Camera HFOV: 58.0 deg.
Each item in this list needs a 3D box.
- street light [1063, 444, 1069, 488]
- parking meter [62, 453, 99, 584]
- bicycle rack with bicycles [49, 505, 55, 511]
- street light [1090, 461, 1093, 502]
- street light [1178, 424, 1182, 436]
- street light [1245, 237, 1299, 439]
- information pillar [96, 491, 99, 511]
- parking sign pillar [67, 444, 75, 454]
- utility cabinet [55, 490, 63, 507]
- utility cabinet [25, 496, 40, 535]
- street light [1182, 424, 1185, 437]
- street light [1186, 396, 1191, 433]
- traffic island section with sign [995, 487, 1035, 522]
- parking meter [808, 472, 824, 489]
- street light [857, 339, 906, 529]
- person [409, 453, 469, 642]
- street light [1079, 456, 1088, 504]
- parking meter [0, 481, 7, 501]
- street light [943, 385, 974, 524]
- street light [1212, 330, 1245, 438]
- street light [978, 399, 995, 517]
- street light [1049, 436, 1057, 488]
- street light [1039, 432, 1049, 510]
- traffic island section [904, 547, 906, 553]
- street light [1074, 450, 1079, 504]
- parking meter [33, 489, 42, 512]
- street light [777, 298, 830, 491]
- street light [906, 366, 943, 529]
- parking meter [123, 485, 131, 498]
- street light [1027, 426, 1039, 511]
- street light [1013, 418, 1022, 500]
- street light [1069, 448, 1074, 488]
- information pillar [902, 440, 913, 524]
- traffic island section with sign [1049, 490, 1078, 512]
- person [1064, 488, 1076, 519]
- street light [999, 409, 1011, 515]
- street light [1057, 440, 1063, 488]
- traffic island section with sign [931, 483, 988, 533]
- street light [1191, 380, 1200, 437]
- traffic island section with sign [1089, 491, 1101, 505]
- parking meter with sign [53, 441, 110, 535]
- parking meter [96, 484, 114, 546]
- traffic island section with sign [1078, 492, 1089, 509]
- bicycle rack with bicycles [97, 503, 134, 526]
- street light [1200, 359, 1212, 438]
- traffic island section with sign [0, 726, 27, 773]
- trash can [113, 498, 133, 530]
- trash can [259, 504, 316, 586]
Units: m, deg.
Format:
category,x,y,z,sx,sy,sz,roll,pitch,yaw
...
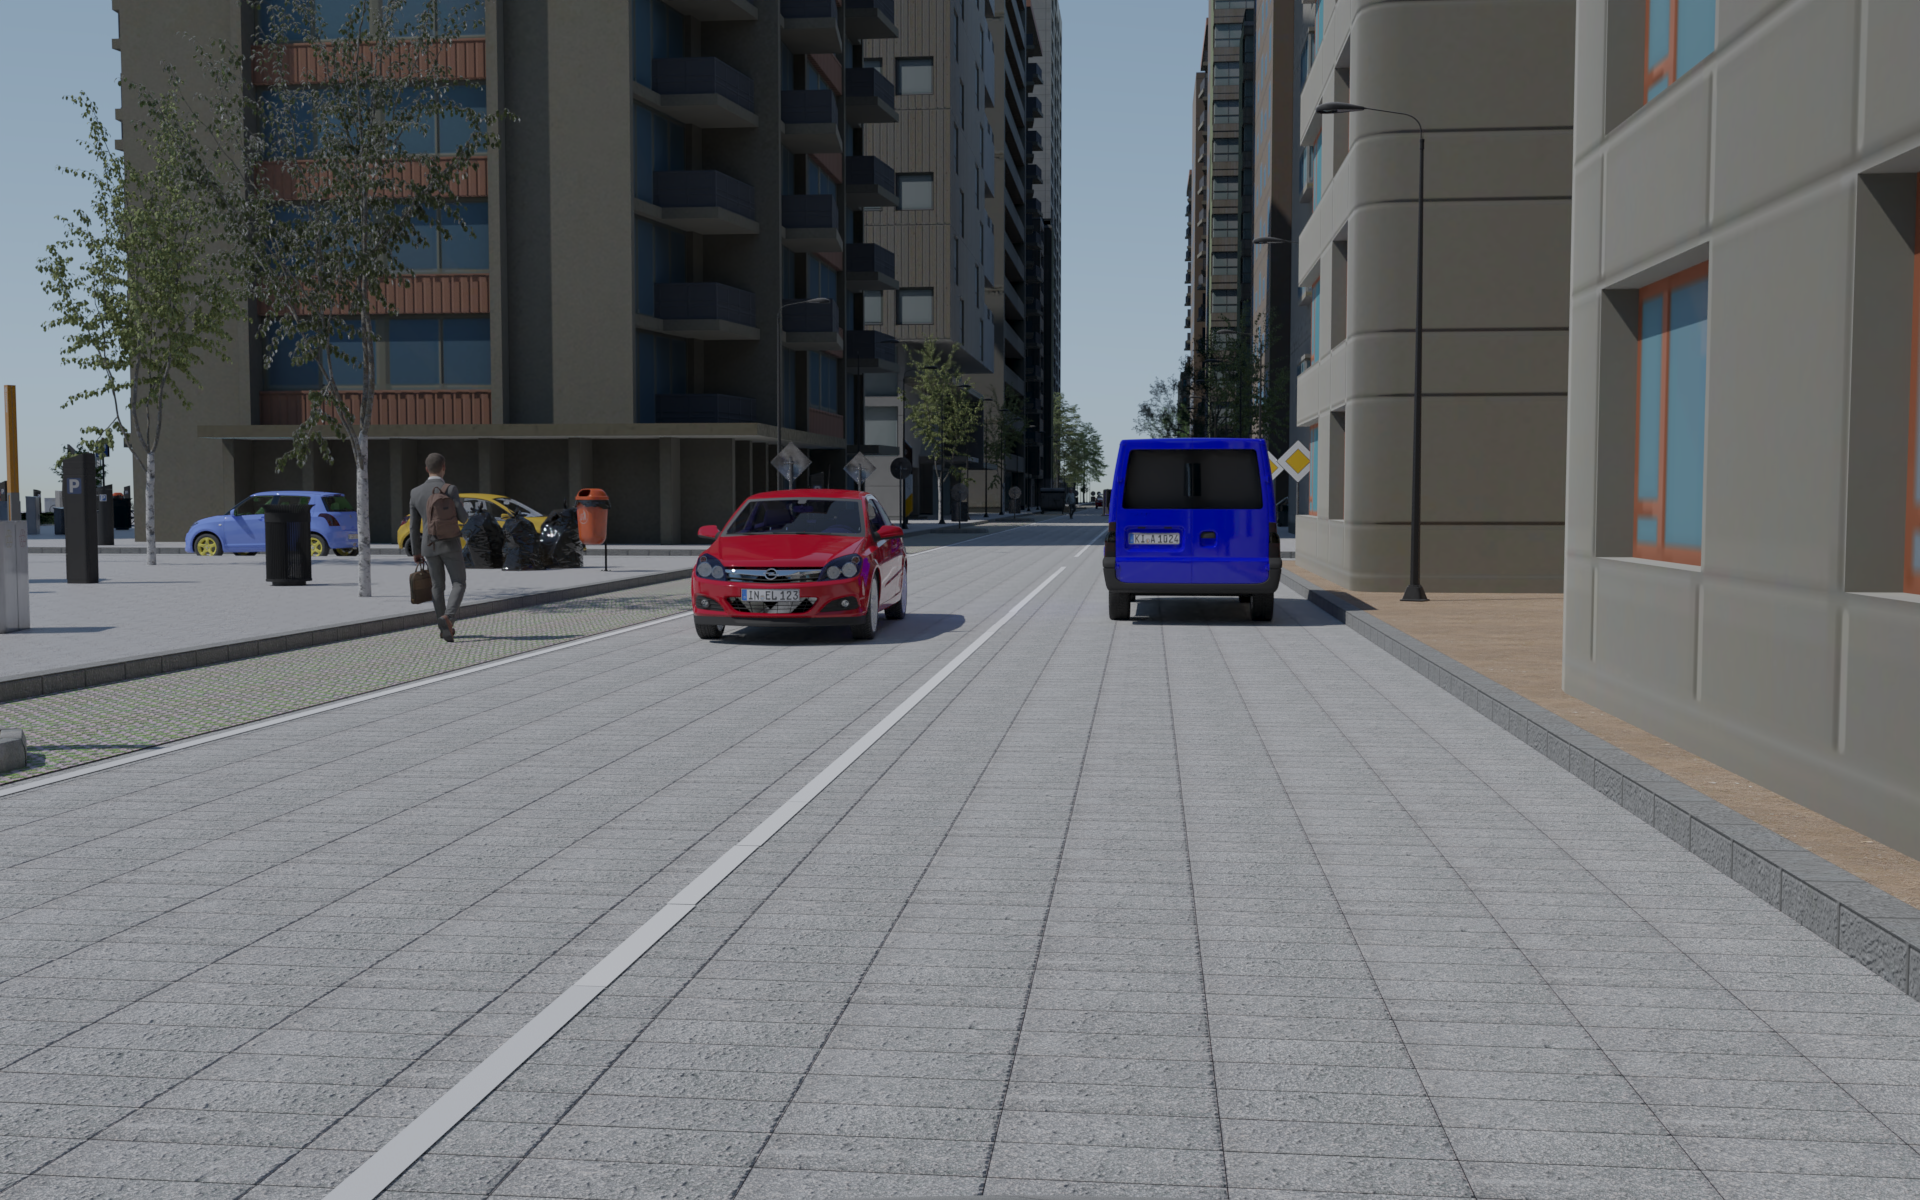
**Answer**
category,x,y,z,sx,sy,sz,roll,pitch,yaw
street light,9.186,-11.580,161.868,1.470,5.913,1.316,0,4,6
parking meter,-12.620,-1.170,24.842,0.399,1.863,0.255,1,4,10
bicycle rack with bicycles,-55.135,-5.812,108.401,2.925,0.926,2.852,-1,4,-16
street light,16.832,-15.956,233.421,1.470,5.913,1.316,0,4,6
street light,14.920,-8.668,114.259,1.470,5.913,1.316,0,4,6
street light,5.985,-3.600,31.394,1.470,5.913,1.316,0,4,6
information pillar,-44.160,-5.135,88.443,0.304,2.012,0.304,1,4,11
parking sign pillar,-47.541,-6.398,93.084,1.447,3.967,1.447,2,4,25
utility cabinet,-54.569,-5.914,105.375,0.318,1.500,1.173,0,4,1
utility cabinet,-29.582,-2.698,55.280,0.306,1.237,1.020,-1,4,-22
street light,12.758,-7.348,92.675,1.470,5.913,1.316,0,4,6
street light,11.530,-6.694,81.993,1.470,5.913,1.316,0,4,6
traffic island section with sign,2.905,-4.994,90.280,1.989,1.847,2.006,0,4,6
parking meter,-3.828,-2.463,45.975,0.399,1.863,0.255,-1,4,-18
street light,-2.519,-4.873,52.216,1.470,5.913,1.316,0,4,6
person,-5.083,-0.516,16.899,0.622,1.834,0.822,0,4,1
street light,14.604,-14.595,211.172,1.470,5.913,1.316,0,4,6
parking meter,-49.522,-5.152,89.949,0.399,1.863,0.255,-1,4,-14
street light,-0.226,-6.182,73.621,1.470,5.913,1.316,0,4,6
street light,7.948,-4.679,49.037,1.470,5.913,1.316,0,4,6
street light,0.901,-6.836,84.314,1.470,5.913,1.316,0,4,6
street light,6.801,-10.203,139.362,1.470,5.913,1.316,0,4,6
street light,5.654,-9.549,128.672,1.470,5.913,1.316,0,4,6
traffic island section,-2.401,-1.153,41.139,2.009,0.180,2.903,0,4,6
street light,11.593,-12.908,183.593,1.470,5.913,1.316,0,4,6
parking meter,-48.261,-5.027,90.607,0.372,1.533,0.369,0,3,0
street light,-3.773,-4.202,41.248,1.470,5.913,1.316,0,4,6
street light,-1.500,-5.529,62.944,1.470,5.913,1.316,0,4,6
parking meter,-56.369,-6.821,117.230,0.399,1.863,0.255,0,4,-2
street light,4.433,-8.883,117.776,1.470,5.913,1.316,0,4,6
street light,3.068,-8.145,105.708,1.470,5.913,1.316,0,4,6
street light,10.402,-12.255,172.907,1.470,5.913,1.316,0,4,6
information pillar,-2.220,-5.002,73.131,0.504,3.616,0.183,3,4,38
traffic island section with sign,8.243,-8.016,139.697,1.989,1.847,2.006,0,4,6
person,6.372,-5.610,100.706,0.782,1.767,0.515,-3,4,-37
street light,1.974,-7.491,95.012,1.470,5.913,1.316,0,4,6
street light,7.897,-10.857,150.058,1.470,5.913,1.316,0,4,6
traffic island section with sign,0.013,-3.355,63.480,1.989,1.847,2.006,0,4,6
street light,10.268,-5.988,70.448,1.470,5.913,1.316,0,4,6
traffic island section with sign,17.163,-13.069,222.300,1.989,1.847,2.006,0,4,6
parking meter with sign,-28.052,-3.610,55.283,0.543,3.016,1.738,2,4,25
parking meter,-21.358,-2.132,43.276,0.372,1.533,0.369,0,3,0
traffic island section with sign,11.200,-9.692,167.085,1.989,1.847,2.006,0,4,6
bicycle rack with bicycles,-34.182,-3.485,70.367,2.925,0.926,2.852,-1,4,-17
street light,9.118,-5.332,59.725,1.470,5.913,1.316,0,4,6
traffic island section with sign,-5.911,-0.001,8.642,1.989,1.847,2.006,0,4,6
trash can,-30.001,-3.079,61.999,0.748,1.137,0.748,0,3,0
trash can,-9.432,-0.775,24.319,0.748,1.137,0.748,0,3,0
